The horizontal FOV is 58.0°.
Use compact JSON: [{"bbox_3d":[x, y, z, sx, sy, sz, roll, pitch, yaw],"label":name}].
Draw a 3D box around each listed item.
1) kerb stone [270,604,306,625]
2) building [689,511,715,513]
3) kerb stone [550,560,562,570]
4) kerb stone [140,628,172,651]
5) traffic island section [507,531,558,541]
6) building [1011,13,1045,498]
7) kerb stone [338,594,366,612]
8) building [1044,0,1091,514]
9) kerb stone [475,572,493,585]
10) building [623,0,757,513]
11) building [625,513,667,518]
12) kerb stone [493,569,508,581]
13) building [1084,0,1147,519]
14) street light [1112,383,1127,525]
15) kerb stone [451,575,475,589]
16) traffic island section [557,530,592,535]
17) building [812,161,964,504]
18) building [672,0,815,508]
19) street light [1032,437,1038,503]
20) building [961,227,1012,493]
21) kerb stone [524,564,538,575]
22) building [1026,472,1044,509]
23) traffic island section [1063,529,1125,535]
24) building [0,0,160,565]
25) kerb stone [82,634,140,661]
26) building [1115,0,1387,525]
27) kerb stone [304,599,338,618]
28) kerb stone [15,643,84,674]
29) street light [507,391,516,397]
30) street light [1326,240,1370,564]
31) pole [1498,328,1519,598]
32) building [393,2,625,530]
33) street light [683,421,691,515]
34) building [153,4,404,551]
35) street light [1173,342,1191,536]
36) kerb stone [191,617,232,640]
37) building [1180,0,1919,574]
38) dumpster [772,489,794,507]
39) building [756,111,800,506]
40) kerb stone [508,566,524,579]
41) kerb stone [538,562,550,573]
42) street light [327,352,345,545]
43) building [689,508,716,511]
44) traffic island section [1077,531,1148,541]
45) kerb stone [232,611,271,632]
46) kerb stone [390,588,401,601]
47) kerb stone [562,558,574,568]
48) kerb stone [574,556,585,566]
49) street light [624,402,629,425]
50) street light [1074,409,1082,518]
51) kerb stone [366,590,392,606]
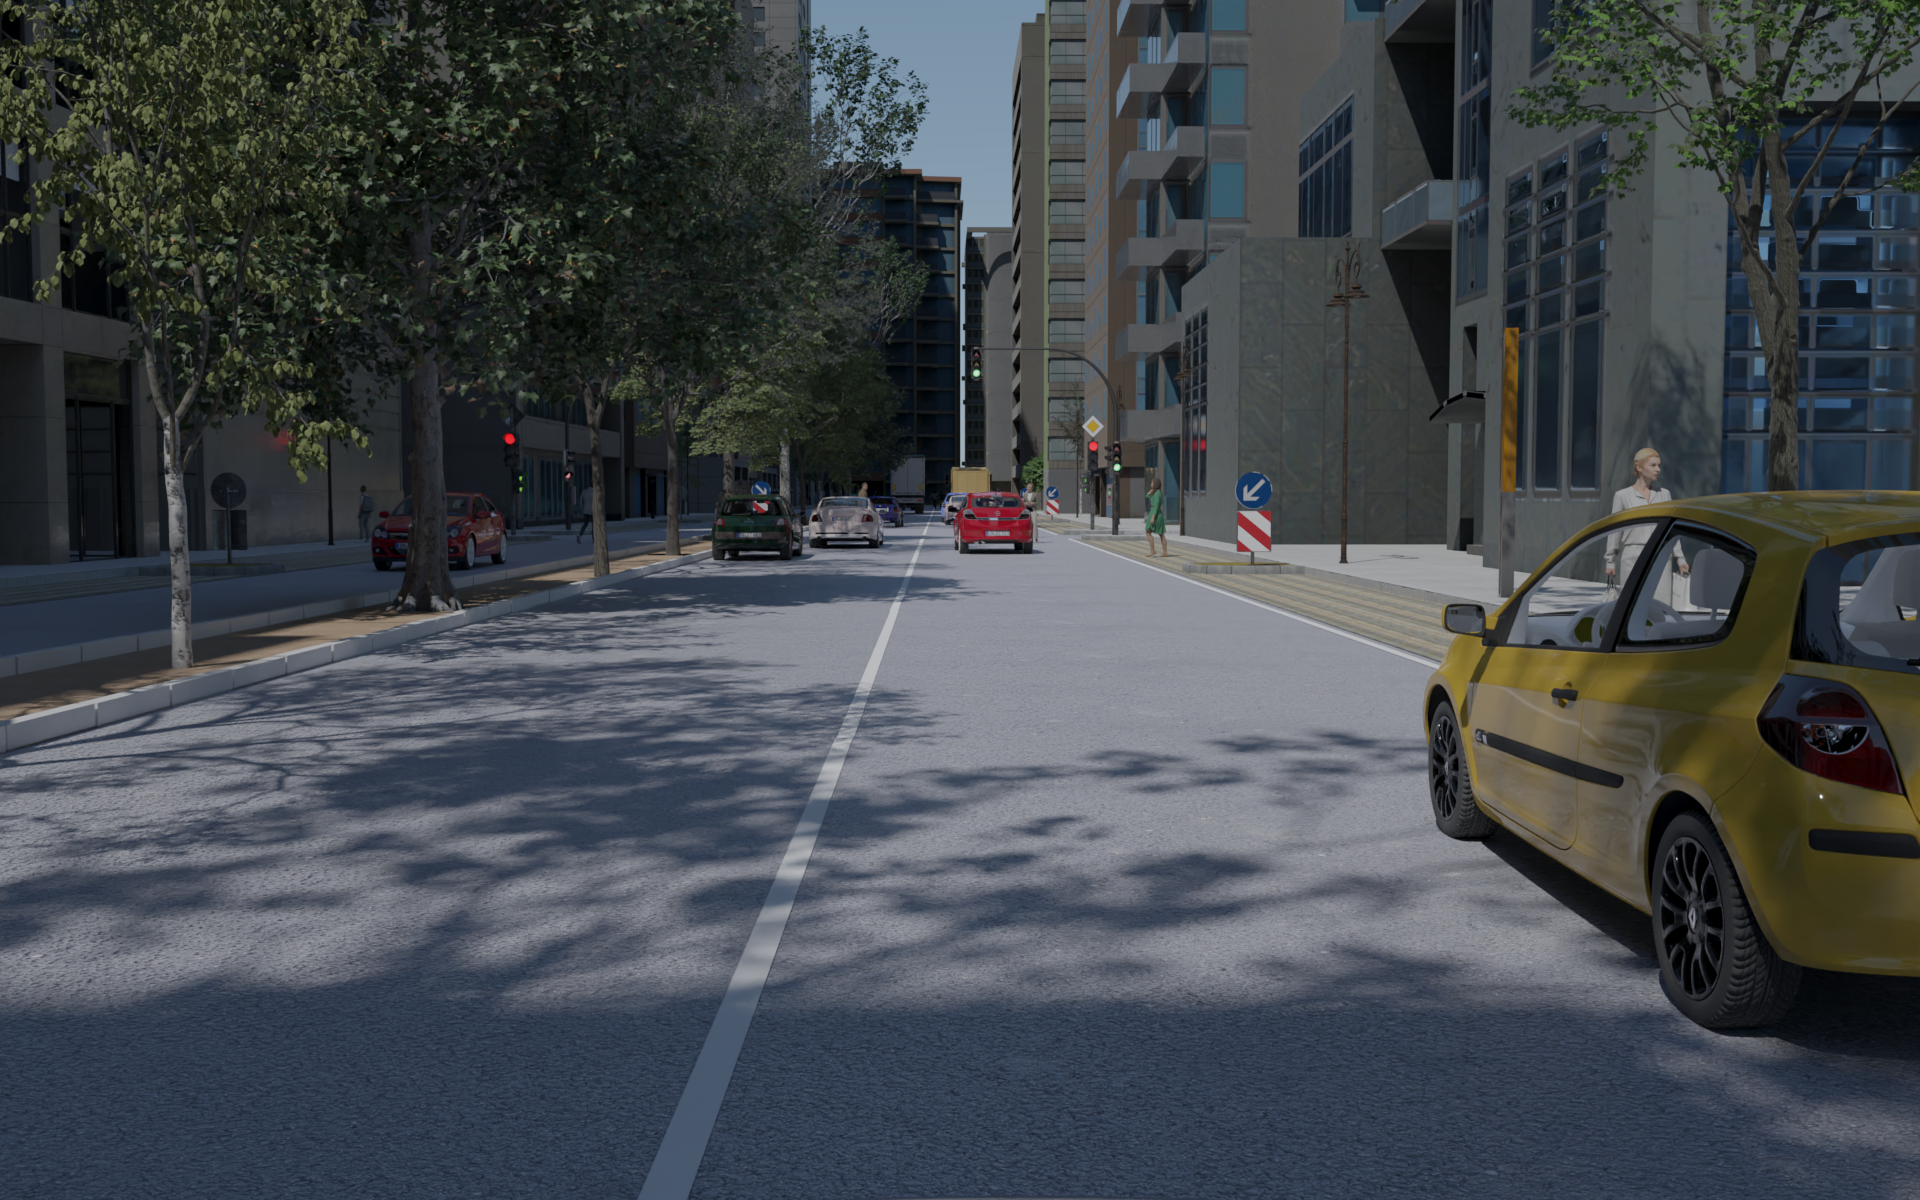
[{"bbox_3d":[-7.564,0.181,19.300,0.120,0.150,1.000,0,4,-1],"label":"kerb stone"},{"bbox_3d":[-25.954,-41.890,123.148,20.563,71.187,20.611,0,4,-1],"label":"building"},{"bbox_3d":[-7.718,-0.639,32.646,0.120,0.150,1.000,0,4,-1],"label":"kerb stone"},{"bbox_3d":[-7.515,0.371,16.212,0.120,0.150,1.000,0,4,-1],"label":"kerb stone"},{"bbox_3d":[-13.887,-1.927,53.790,2.009,0.180,2.903,0,4,-1],"label":"traffic island section"},{"bbox_3d":[16.249,-33.577,172.688,21.300,48.544,21.600,0,4,-1],"label":"building"},{"bbox_3d":[-7.585,0.052,21.349,0.120,0.150,1.000,0,4,-1],"label":"kerb stone"},{"bbox_3d":[12.655,-26.554,117.755,14.154,41.232,14.086,0,4,-1],"label":"building"},{"bbox_3d":[-7.651,-0.326,27.523,0.120,0.150,1.000,0,4,-1],"label":"kerb stone"},{"bbox_3d":[-24.694,-30.222,144.242,14.600,45.320,14.200,0,4,-1],"label":"building"},{"bbox_3d":[-24.044,-27.308,96.603,14.600,45.320,14.200,0,4,-1],"label":"building"},{"bbox_3d":[-7.674,-0.388,28.545,0.120,0.150,1.000,0,4,-1],"label":"kerb stone"},{"bbox_3d":[14.431,-27.244,95.547,14.600,45.320,14.200,0,4,-1],"label":"building"},{"bbox_3d":[6.645,-6.094,72.423,0.468,5.910,1.993,0,4,-1],"label":"street light"},{"bbox_3d":[-7.646,-0.263,26.491,0.120,0.150,1.000,0,4,-1],"label":"kerb stone"},{"bbox_3d":[-13.979,-2.416,61.775,2.009,0.180,2.903,0,4,-1],"label":"traffic island section"},{"bbox_3d":[-14.051,-35.239,230.786,28.867,44.769,22.147,0,4,-1],"label":"building"},{"bbox_3d":[-28.109,-46.675,201.392,20.611,71.187,20.563,0,4,-1],"label":"building"},{"bbox_3d":[5.968,-10.020,136.622,0.468,5.910,1.993,0,4,-1],"label":"street light"},{"bbox_3d":[12.316,-33.307,236.448,23.993,40.220,32.217,0,4,-1],"label":"building"},{"bbox_3d":[-7.685,-0.514,30.599,0.120,0.150,1.000,0,4,-1],"label":"kerb stone"},{"bbox_3d":[16.495,-43.561,150.475,20.563,71.187,20.611,0,4,-1],"label":"building"},{"bbox_3d":[4.761,-2.428,61.986,2.009,0.180,2.903,0,4,-1],"label":"traffic island section"},{"bbox_3d":[-25.888,-13.045,17.802,19.350,26.468,34.151,0,4,-1],"label":"building"},{"bbox_3d":[-7.509,0.429,15.189,0.120,0.150,1.000,0,4,-1],"label":"kerb stone"},{"bbox_3d":[22.008,-27.814,74.362,30.456,49.044,23.786,0,4,-1],"label":"building"},{"bbox_3d":[-7.569,0.115,20.323,0.120,0.150,1.000,0,4,-1],"label":"kerb stone"},{"bbox_3d":[-7.498,0.492,14.164,0.120,0.150,1.000,0,4,-1],"label":"kerb stone"},{"bbox_3d":[-15.893,-5.454,61.953,0.468,5.910,1.993,0,4,-1],"label":"street light"},{"bbox_3d":[7.090,-3.611,31.830,0.468,5.910,1.993,0,4,-1],"label":"street light"},{"bbox_3d":[6.774,-1.685,21.389,0.158,3.312,0.155,0,3,0],"label":"pole"},{"bbox_3d":[-26.528,-27.335,70.623,21.300,48.544,21.600,0,4,-1],"label":"building"},{"bbox_3d":[-16.467,-8.065,104.645,0.468,5.910,1.993,0,4,-1],"label":"street light"},{"bbox_3d":[-31.332,-12.979,45.498,30.059,22.955,16.112,0,4,-1],"label":"building"},{"bbox_3d":[6.819,-4.903,52.948,0.468,5.910,1.993,0,4,-1],"label":"street light"},{"bbox_3d":[-7.534,0.303,17.241,0.120,0.150,1.000,0,4,-1],"label":"kerb stone"},{"bbox_3d":[18.230,-44.261,36.341,22.319,86.520,31.000,0,4,-1],"label":"building"},{"bbox_3d":[-14.805,-8.353,144.782,1.865,1.857,1.264,0,4,-1],"label":"dumpster"},{"bbox_3d":[-24.259,-30.342,179.684,14.154,41.232,14.086,0,4,-1],"label":"building"},{"bbox_3d":[-7.675,-0.448,29.575,0.120,0.150,1.000,0,4,-1],"label":"kerb stone"},{"bbox_3d":[-7.702,-0.576,31.624,0.120,0.150,1.000,0,4,-1],"label":"kerb stone"},{"bbox_3d":[-15.739,-4.304,43.165,0.468,5.910,1.993,0,4,-1],"label":"street light"},{"bbox_3d":[-27.888,-44.230,161.411,20.563,71.187,20.611,0,4,-1],"label":"building"},{"bbox_3d":[4.853,-1.940,54.002,2.009,0.180,2.903,0,4,-1],"label":"traffic island section"},{"bbox_3d":[-7.547,0.244,18.263,0.120,0.150,1.000,0,4,-1],"label":"kerb stone"},{"bbox_3d":[-7.604,-0.074,23.410,0.120,0.150,1.000,0,4,-1],"label":"kerb stone"},{"bbox_3d":[-7.720,-0.702,33.668,0.120,0.150,1.000,0,4,-1],"label":"kerb stone"},{"bbox_3d":[-7.733,-0.765,34.699,0.120,0.150,1.000,0,4,-1],"label":"kerb stone"},{"bbox_3d":[-16.279,-6.773,83.526,0.468,5.910,1.993,0,4,-1],"label":"street light"},{"bbox_3d":[6.365,-7.401,93.793,0.468,5.910,1.993,0,4,-1],"label":"street light"},{"bbox_3d":[-7.597,-0.003,22.380,0.120,0.150,1.000,0,4,-1],"label":"kerb stone"}]
